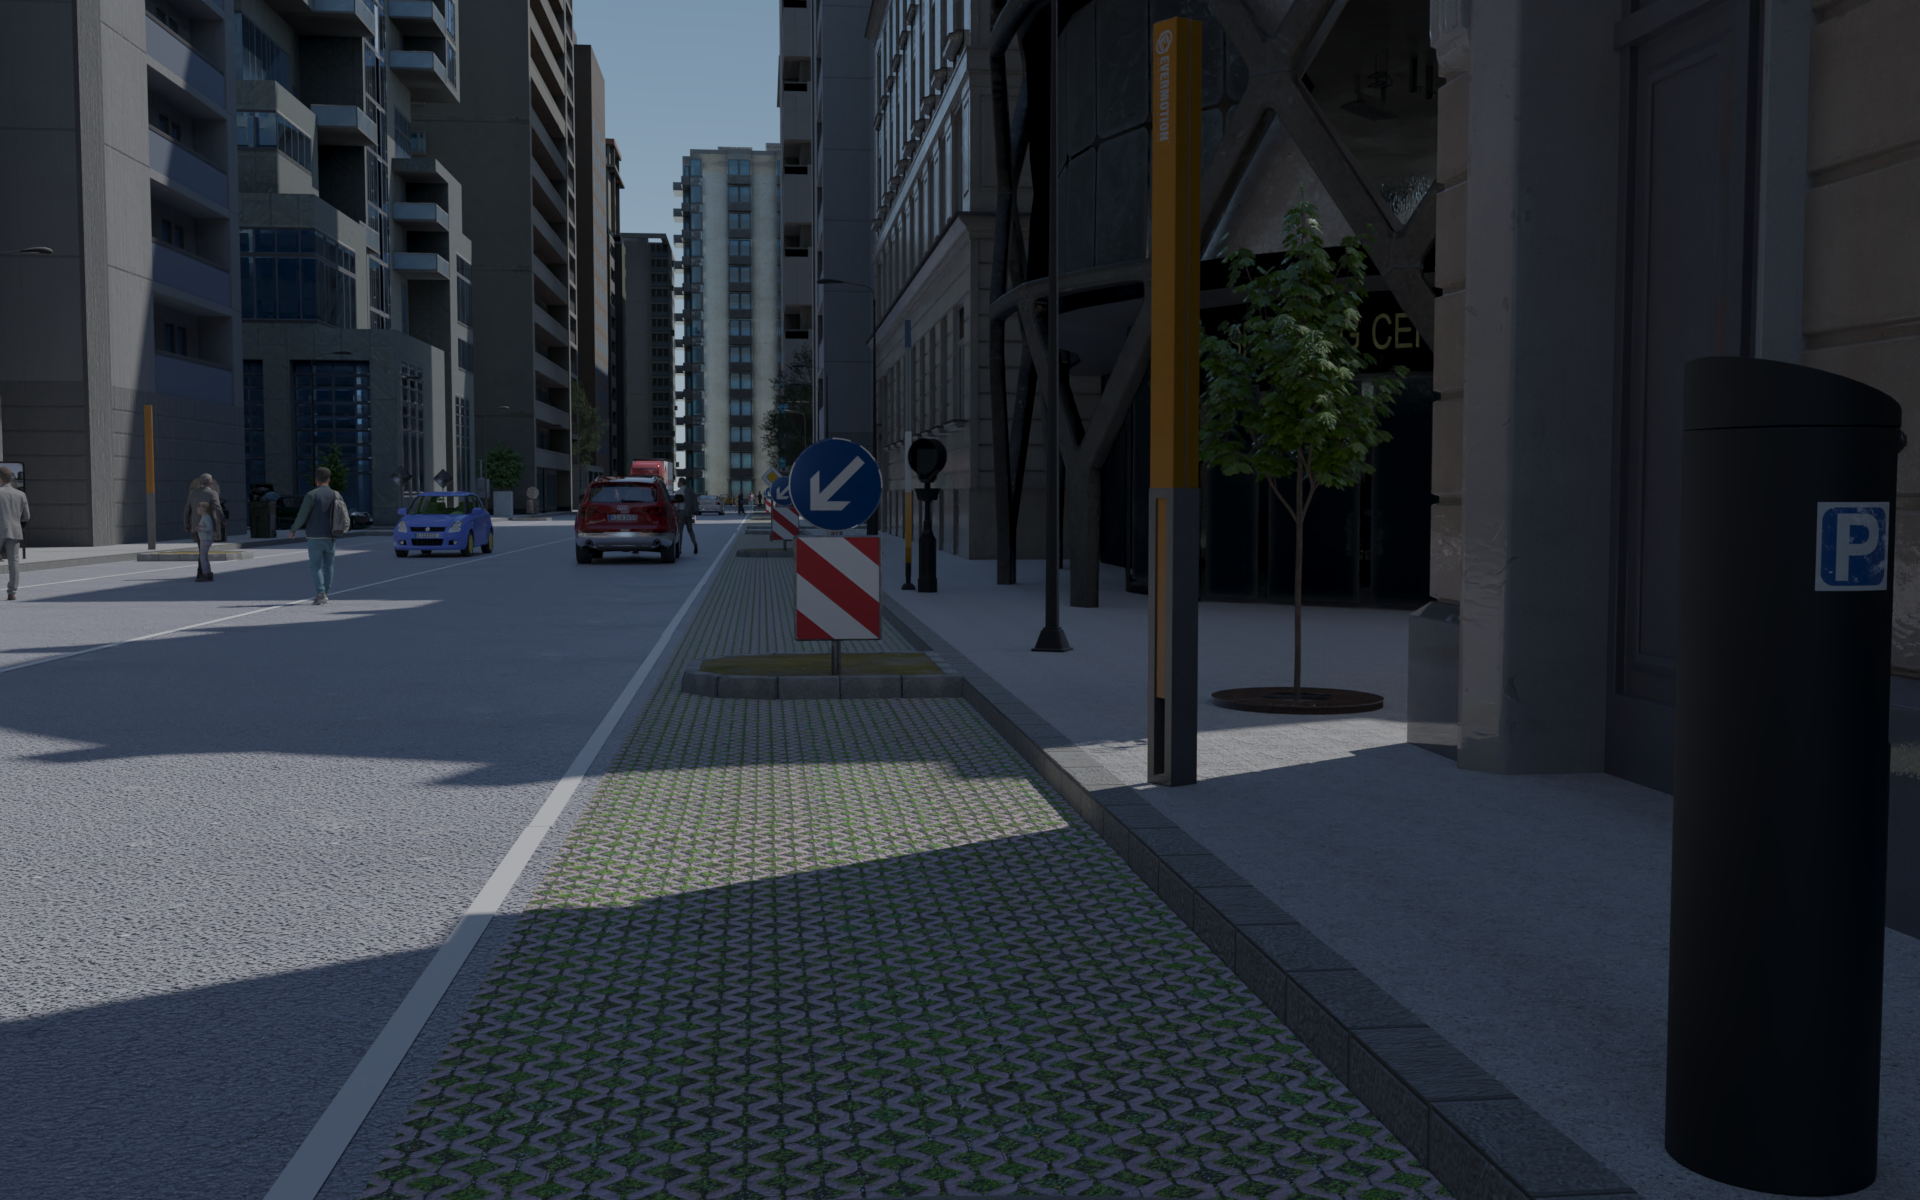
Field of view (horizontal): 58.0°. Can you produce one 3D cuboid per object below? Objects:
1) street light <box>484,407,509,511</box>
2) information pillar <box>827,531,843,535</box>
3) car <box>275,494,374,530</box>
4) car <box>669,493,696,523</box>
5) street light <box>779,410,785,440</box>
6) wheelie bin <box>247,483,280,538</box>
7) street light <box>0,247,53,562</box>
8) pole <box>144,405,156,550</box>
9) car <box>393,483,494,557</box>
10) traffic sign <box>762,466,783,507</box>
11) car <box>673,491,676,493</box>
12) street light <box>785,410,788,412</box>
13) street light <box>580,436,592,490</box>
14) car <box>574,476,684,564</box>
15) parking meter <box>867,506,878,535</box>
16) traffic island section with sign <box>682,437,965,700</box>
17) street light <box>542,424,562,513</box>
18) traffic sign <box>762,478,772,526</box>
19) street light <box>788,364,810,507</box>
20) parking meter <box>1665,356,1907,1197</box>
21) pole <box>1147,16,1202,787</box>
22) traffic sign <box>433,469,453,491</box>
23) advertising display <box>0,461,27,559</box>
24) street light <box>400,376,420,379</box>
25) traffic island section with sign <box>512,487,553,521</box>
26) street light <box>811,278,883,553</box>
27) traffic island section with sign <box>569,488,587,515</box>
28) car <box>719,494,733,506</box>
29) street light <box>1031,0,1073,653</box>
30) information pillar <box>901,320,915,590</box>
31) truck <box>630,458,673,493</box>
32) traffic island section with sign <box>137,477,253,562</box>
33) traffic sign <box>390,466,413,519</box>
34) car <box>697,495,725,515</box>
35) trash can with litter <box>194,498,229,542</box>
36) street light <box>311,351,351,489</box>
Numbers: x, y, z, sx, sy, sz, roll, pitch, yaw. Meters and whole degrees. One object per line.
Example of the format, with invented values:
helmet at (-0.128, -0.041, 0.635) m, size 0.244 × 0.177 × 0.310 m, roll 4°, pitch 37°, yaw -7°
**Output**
street light at (-24.646, -7.305, 91.985) m, size 1.470 × 5.913 × 1.316 m, roll 0°, pitch 4°, yaw -7°
information pillar at (-3.320, -2.536, 45.958) m, size 0.304 × 2.012 × 0.304 m, roll 2°, pitch 4°, yaw 32°
car at (-23.805, -3.297, 63.698) m, size 4.222 × 1.686 × 2.009 m, roll 0°, pitch 4°, yaw -7°
car at (-13.693, -4.540, 83.269) m, size 2.155 × 1.783 × 4.494 m, roll 0°, pitch 4°, yaw -5°
street light at (-9.131, -7.549, 95.962) m, size 1.470 × 5.913 × 1.316 m, roll 0°, pitch 4°, yaw -7°
wheelie bin at (-20.249, -2.593, 50.308) m, size 0.980 × 1.594 × 0.693 m, roll 0°, pitch 4°, yaw -4°
street light at (-17.773, -3.679, 32.686) m, size 1.470 × 5.913 × 1.316 m, roll 0°, pitch 4°, yaw -7°
pole at (-18.617, -2.811, 39.809) m, size 0.158 × 3.312 × 0.155 m, roll 0°, pitch 3°, yaw 0°
car at (-12.070, -1.894, 40.550) m, size 1.945 × 1.707 × 3.694 m, roll 0°, pitch 4°, yaw -5°
traffic sign at (-6.707, -3.568, 61.980) m, size 0.795 × 2.450 × 0.064 m, roll 0°, pitch 4°, yaw -7°
car at (-33.084, -11.864, 202.649) m, size 2.281 × 1.827 × 5.304 m, roll 0°, pitch 4°, yaw -6°
street light at (-6.460, -6.110, 72.439) m, size 1.470 × 5.913 × 1.316 m, roll 0°, pitch 4°, yaw -7°
street light at (-30.007, -10.202, 139.345) m, size 1.470 × 5.913 × 1.316 m, roll 0°, pitch 4°, yaw -7°
car at (-7.100, -1.750, 37.278) m, size 2.281 × 1.827 × 5.304 m, roll 0°, pitch 4°, yaw -7°
parking meter at (-2.375, -2.522, 46.938) m, size 0.255 × 1.863 × 0.399 m, roll 1°, pitch 4°, yaw 9°
traffic island section with sign at (-1.062, -0.264, 12.946) m, size 1.989 × 1.847 × 2.006 m, roll 0°, pitch 4°, yaw -7°
street light at (-27.232, -8.745, 115.518) m, size 1.470 × 5.913 × 1.316 m, roll 0°, pitch 4°, yaw -7°
traffic sign at (-7.616, -4.053, 69.914) m, size 0.795 × 2.450 × 0.064 m, roll 0°, pitch 4°, yaw -7°
street light at (-5.301, -5.475, 62.056) m, size 1.470 × 5.913 × 1.316 m, roll 0°, pitch 4°, yaw -7°
parking meter at (1.560, 0.313, 3.296) m, size 0.372 × 1.533 × 0.369 m, roll 0°, pitch 3°, yaw 0°
pole at (0.940, -0.840, 7.581) m, size 0.158 × 3.312 × 0.155 m, roll 0°, pitch 3°, yaw 0°
traffic sign at (-20.429, -3.965, 68.473) m, size 0.795 × 2.450 × 0.064 m, roll 0°, pitch 4°, yaw -7°
advertising display at (-18.848, -1.756, 33.932) m, size 0.974 × 1.923 × 0.123 m, roll -2°, pitch 4°, yaw -35°
street light at (-21.900, -5.847, 68.144) m, size 1.470 × 5.913 × 1.316 m, roll 0°, pitch 4°, yaw -7°
traffic island section with sign at (-22.933, -5.161, 93.012) m, size 1.989 × 1.847 × 2.006 m, roll 0°, pitch 4°, yaw -7°
street light at (-2.388, -3.972, 37.485) m, size 1.470 × 5.913 × 1.316 m, roll 0°, pitch 4°, yaw -7°
traffic island section with sign at (-26.056, -6.831, 120.315) m, size 1.989 × 1.847 × 2.006 m, roll 0°, pitch 4°, yaw -7°
car at (-29.000, -12.457, 213.887) m, size 2.015 × 1.641 × 3.980 m, roll 0°, pitch 4°, yaw -6°
street light at (0.217, -2.533, 13.954) m, size 1.470 × 5.913 × 1.316 m, roll 0°, pitch 4°, yaw -7°
information pillar at (-0.692, -1.943, 23.115) m, size 0.183 × 3.616 × 0.504 m, roll 0°, pitch 4°, yaw -2°
truck at (-24.600, -9.124, 138.088) m, size 2.839 × 4.237 × 11.283 m, roll 0°, pitch 4°, yaw -5°
traffic island section with sign at (-16.604, -1.784, 37.792) m, size 1.989 × 1.847 × 2.006 m, roll 0°, pitch 4°, yaw -7°
traffic sign at (-19.520, -3.480, 60.539) m, size 0.795 × 2.450 × 0.064 m, roll 0°, pitch 4°, yaw -7°
car at (-17.037, -6.454, 117.887) m, size 2.083 × 1.381 × 4.827 m, roll 0°, pitch 4°, yaw -5°
trash can with litter at (-20.082, -2.135, 46.290) m, size 1.055 × 1.170 × 0.624 m, roll 1°, pitch 4°, yaw 16°
street light at (-20.421, -5.117, 56.212) m, size 1.470 × 5.913 × 1.316 m, roll 0°, pitch 4°, yaw -7°
